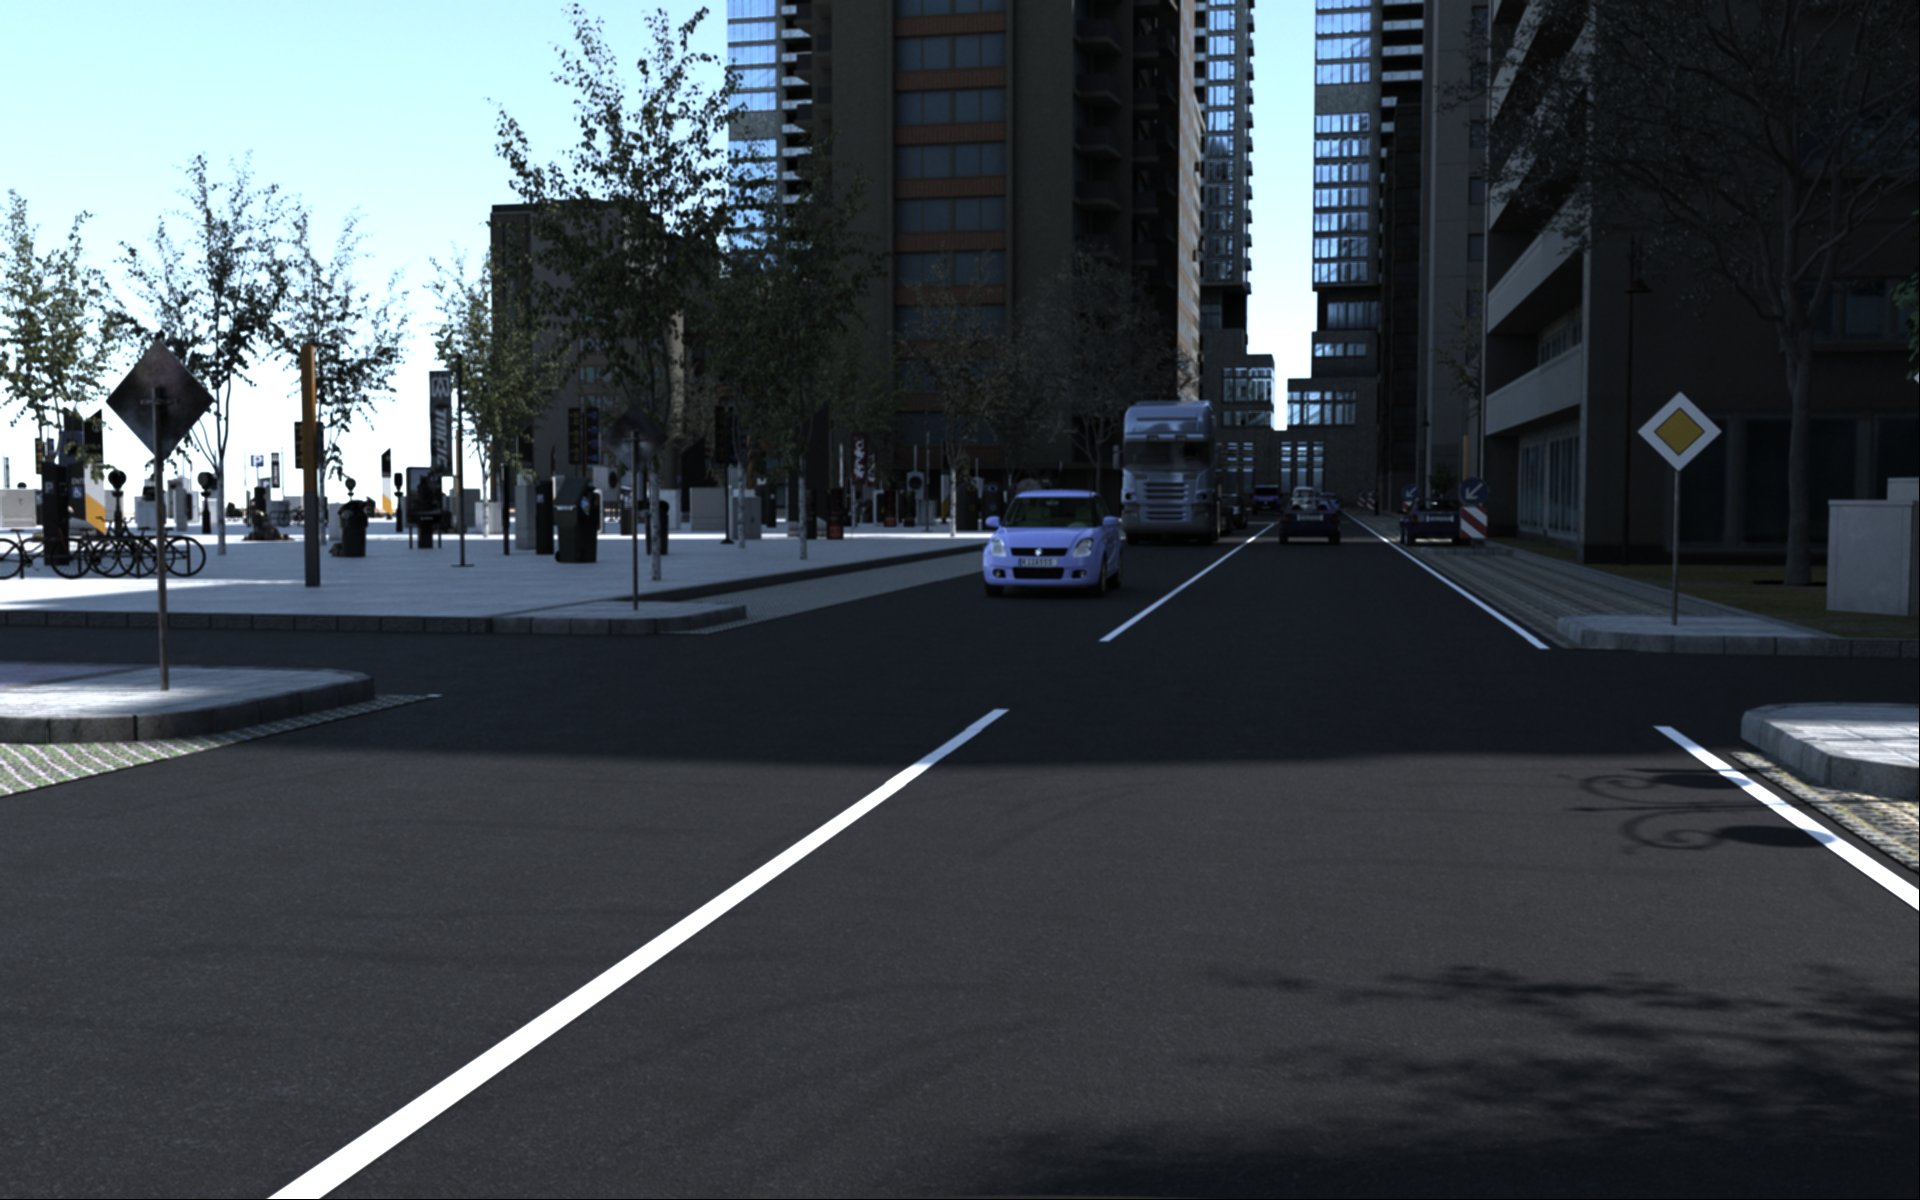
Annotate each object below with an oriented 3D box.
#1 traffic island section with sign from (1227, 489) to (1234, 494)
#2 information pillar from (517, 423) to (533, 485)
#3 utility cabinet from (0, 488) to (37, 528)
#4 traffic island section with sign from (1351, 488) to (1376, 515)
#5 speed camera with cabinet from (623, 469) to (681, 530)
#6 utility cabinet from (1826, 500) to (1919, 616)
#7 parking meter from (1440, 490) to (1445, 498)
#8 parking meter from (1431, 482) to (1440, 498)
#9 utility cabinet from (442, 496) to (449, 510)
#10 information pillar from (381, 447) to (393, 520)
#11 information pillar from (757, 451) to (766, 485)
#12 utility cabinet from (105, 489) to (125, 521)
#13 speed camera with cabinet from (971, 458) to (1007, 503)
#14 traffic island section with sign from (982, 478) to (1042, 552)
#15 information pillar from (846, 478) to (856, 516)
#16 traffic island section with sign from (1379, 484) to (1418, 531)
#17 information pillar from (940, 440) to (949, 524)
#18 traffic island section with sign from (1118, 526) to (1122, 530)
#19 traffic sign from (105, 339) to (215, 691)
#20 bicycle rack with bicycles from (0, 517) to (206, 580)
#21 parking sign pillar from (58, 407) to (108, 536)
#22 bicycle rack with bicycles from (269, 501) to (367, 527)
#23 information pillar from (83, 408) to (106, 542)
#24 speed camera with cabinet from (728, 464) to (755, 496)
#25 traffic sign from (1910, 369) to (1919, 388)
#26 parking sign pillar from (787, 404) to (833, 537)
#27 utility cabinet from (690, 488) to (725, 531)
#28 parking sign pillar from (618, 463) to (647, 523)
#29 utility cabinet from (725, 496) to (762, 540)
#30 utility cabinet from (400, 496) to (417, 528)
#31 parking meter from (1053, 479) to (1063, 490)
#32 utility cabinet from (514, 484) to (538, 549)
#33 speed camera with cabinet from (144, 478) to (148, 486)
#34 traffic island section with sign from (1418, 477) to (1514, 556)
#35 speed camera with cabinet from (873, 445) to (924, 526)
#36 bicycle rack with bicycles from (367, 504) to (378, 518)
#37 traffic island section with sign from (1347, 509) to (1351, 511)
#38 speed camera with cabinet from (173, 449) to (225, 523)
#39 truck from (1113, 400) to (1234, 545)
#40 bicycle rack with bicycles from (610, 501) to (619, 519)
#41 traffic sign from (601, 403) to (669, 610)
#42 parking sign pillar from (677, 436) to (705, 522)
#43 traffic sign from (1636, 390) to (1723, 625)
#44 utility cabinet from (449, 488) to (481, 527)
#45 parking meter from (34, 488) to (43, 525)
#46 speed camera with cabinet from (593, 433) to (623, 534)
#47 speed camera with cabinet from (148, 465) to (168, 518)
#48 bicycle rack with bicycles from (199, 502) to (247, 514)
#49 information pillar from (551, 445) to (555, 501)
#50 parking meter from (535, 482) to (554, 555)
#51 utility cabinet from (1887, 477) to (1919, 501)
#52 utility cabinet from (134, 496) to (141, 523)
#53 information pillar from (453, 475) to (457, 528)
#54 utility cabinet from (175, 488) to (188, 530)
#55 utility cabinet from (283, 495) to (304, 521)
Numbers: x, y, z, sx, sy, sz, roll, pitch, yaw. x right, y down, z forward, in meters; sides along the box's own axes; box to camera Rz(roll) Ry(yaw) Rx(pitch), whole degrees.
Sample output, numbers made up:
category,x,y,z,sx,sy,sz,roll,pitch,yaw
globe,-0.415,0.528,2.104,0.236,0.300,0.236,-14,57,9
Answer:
category,x,y,z,sx,sy,sz,roll,pitch,yaw
traffic island section with sign,22.765,-8.363,145.357,1.989,1.847,2.006,1,4,12
information pillar,-14.242,-4.002,56.781,0.504,3.616,0.183,-2,4,-24
utility cabinet,-35.706,-3.484,65.644,1.173,1.500,0.318,-3,4,-37
traffic island section with sign,27.653,-6.628,117.003,1.989,1.847,2.006,1,4,12
speed camera with cabinet,-11.129,-4.163,62.406,2.038,3.252,0.660,0,4,4
utility cabinet,9.912,-0.462,18.708,0.306,1.237,1.020,-2,4,-25
parking meter,24.158,-4.805,86.968,0.372,1.533,0.369,0,3,0
parking meter,23.302,-4.839,84.832,0.255,1.863,0.399,-2,4,-24
utility cabinet,-20.343,-3.439,67.394,1.020,1.237,0.306,1,4,14
information pillar,-28.464,-5.790,86.015,0.504,3.616,0.183,-3,4,-37
information pillar,-10.413,-6.101,91.107,0.504,3.616,0.183,-1,4,-9
utility cabinet,-40.154,-4.479,81.909,1.173,1.500,0.318,0,4,-2
speed camera with cabinet,1.637,-6.134,94.630,2.038,3.252,0.660,1,4,14
traffic island section with sign,1.694,-2.113,43.177,1.989,1.847,2.006,1,4,12
information pillar,-4.968,-4.556,78.985,0.304,2.012,0.304,-3,5,-43
traffic island section with sign,17.569,-3.635,68.063,1.989,1.847,2.006,1,4,12
information pillar,-0.639,-5.092,74.608,0.183,3.616,0.504,3,4,37
traffic island section with sign,7.193,-3.745,69.859,1.989,1.847,2.006,1,4,12
traffic sign,-5.195,-0.466,11.258,0.795,2.450,0.064,1,4,12
bicycle rack with bicycles,-13.187,-0.832,26.980,2.925,0.926,2.852,0,4,1
parking sign pillar,-26.973,-3.956,53.159,1.447,3.967,1.447,1,4,13
bicycle rack with bicycles,-25.321,-3.305,67.412,2.852,0.926,2.925,1,4,16
information pillar,-23.376,-3.391,46.798,0.504,3.616,0.183,-2,4,-32
speed camera with cabinet,-7.427,-3.938,58.730,0.660,3.252,2.038,-1,4,-19
traffic sign,5.373,-0.332,9.066,0.795,2.450,0.064,1,4,12
parking sign pillar,-4.510,-3.902,52.263,1.447,3.967,1.447,1,4,13
utility cabinet,-8.744,-3.139,59.994,1.173,1.500,0.318,-1,4,-18
parking sign pillar,-14.464,-5.405,76.844,1.447,3.967,1.447,2,4,29
utility cabinet,-6.087,-2.310,48.932,0.306,1.237,1.020,3,5,45
utility cabinet,-21.020,-3.359,66.084,0.306,1.237,1.020,1,4,10
parking meter,3.724,-3.676,65.820,0.255,1.863,0.399,2,4,25
utility cabinet,-10.086,-1.946,40.501,0.318,1.500,1.173,0,4,4
speed camera with cabinet,-44.216,-6.225,96.115,0.660,3.252,2.038,2,4,28
traffic island section with sign,11.996,-1.983,41.050,1.989,1.847,2.006,1,4,12
speed camera with cabinet,-2.479,-4.627,69.984,2.038,3.252,0.660,0,4,1
bicycle rack with bicycles,-27.162,-3.763,74.908,2.925,0.926,2.852,0,4,3
traffic island section with sign,33.170,-8.263,143.728,1.989,1.847,2.006,1,4,12
speed camera with cabinet,-33.522,-5.011,76.267,2.038,3.252,0.660,-1,4,-14
truck,7.252,-4.028,55.620,2.967,4.110,18.799,1,4,11
bicycle rack with bicycles,-17.555,-4.389,85.139,2.852,0.926,2.925,-1,4,-17
traffic sign,-3.582,-0.944,19.079,0.795,2.450,0.064,1,4,12
parking sign pillar,-12.355,-5.570,79.545,1.447,3.967,1.447,-3,5,-43
traffic sign,6.986,-0.810,16.887,0.795,2.450,0.064,1,4,12
utility cabinet,-19.284,-3.596,67.468,1.173,1.500,0.318,-3,5,-40
parking meter,-37.948,-3.845,71.273,0.372,1.533,0.369,0,3,0
speed camera with cabinet,-11.638,-3.728,55.296,0.660,3.252,2.038,1,4,16
speed camera with cabinet,-42.920,-6.108,94.195,2.038,3.252,0.660,1,4,15
bicycle rack with bicycles,-34.210,-4.103,80.467,2.925,0.926,2.852,0,4,-4
information pillar,-19.204,-5.531,81.783,0.183,3.616,0.504,0,4,-2
parking meter,-8.826,-1.736,36.795,0.372,1.533,0.369,0,3,0
utility cabinet,12.839,-0.886,23.168,0.318,1.500,1.173,0,4,2
utility cabinet,-35.693,-3.956,75.843,1.020,1.237,0.306,2,4,24
information pillar,-19.174,-3.774,66.194,0.304,2.012,0.304,-3,4,-38
utility cabinet,-27.309,-3.187,60.780,0.318,1.500,1.173,-1,4,-21
utility cabinet,-31.760,-4.370,82.609,1.020,1.237,0.306,1,4,19
